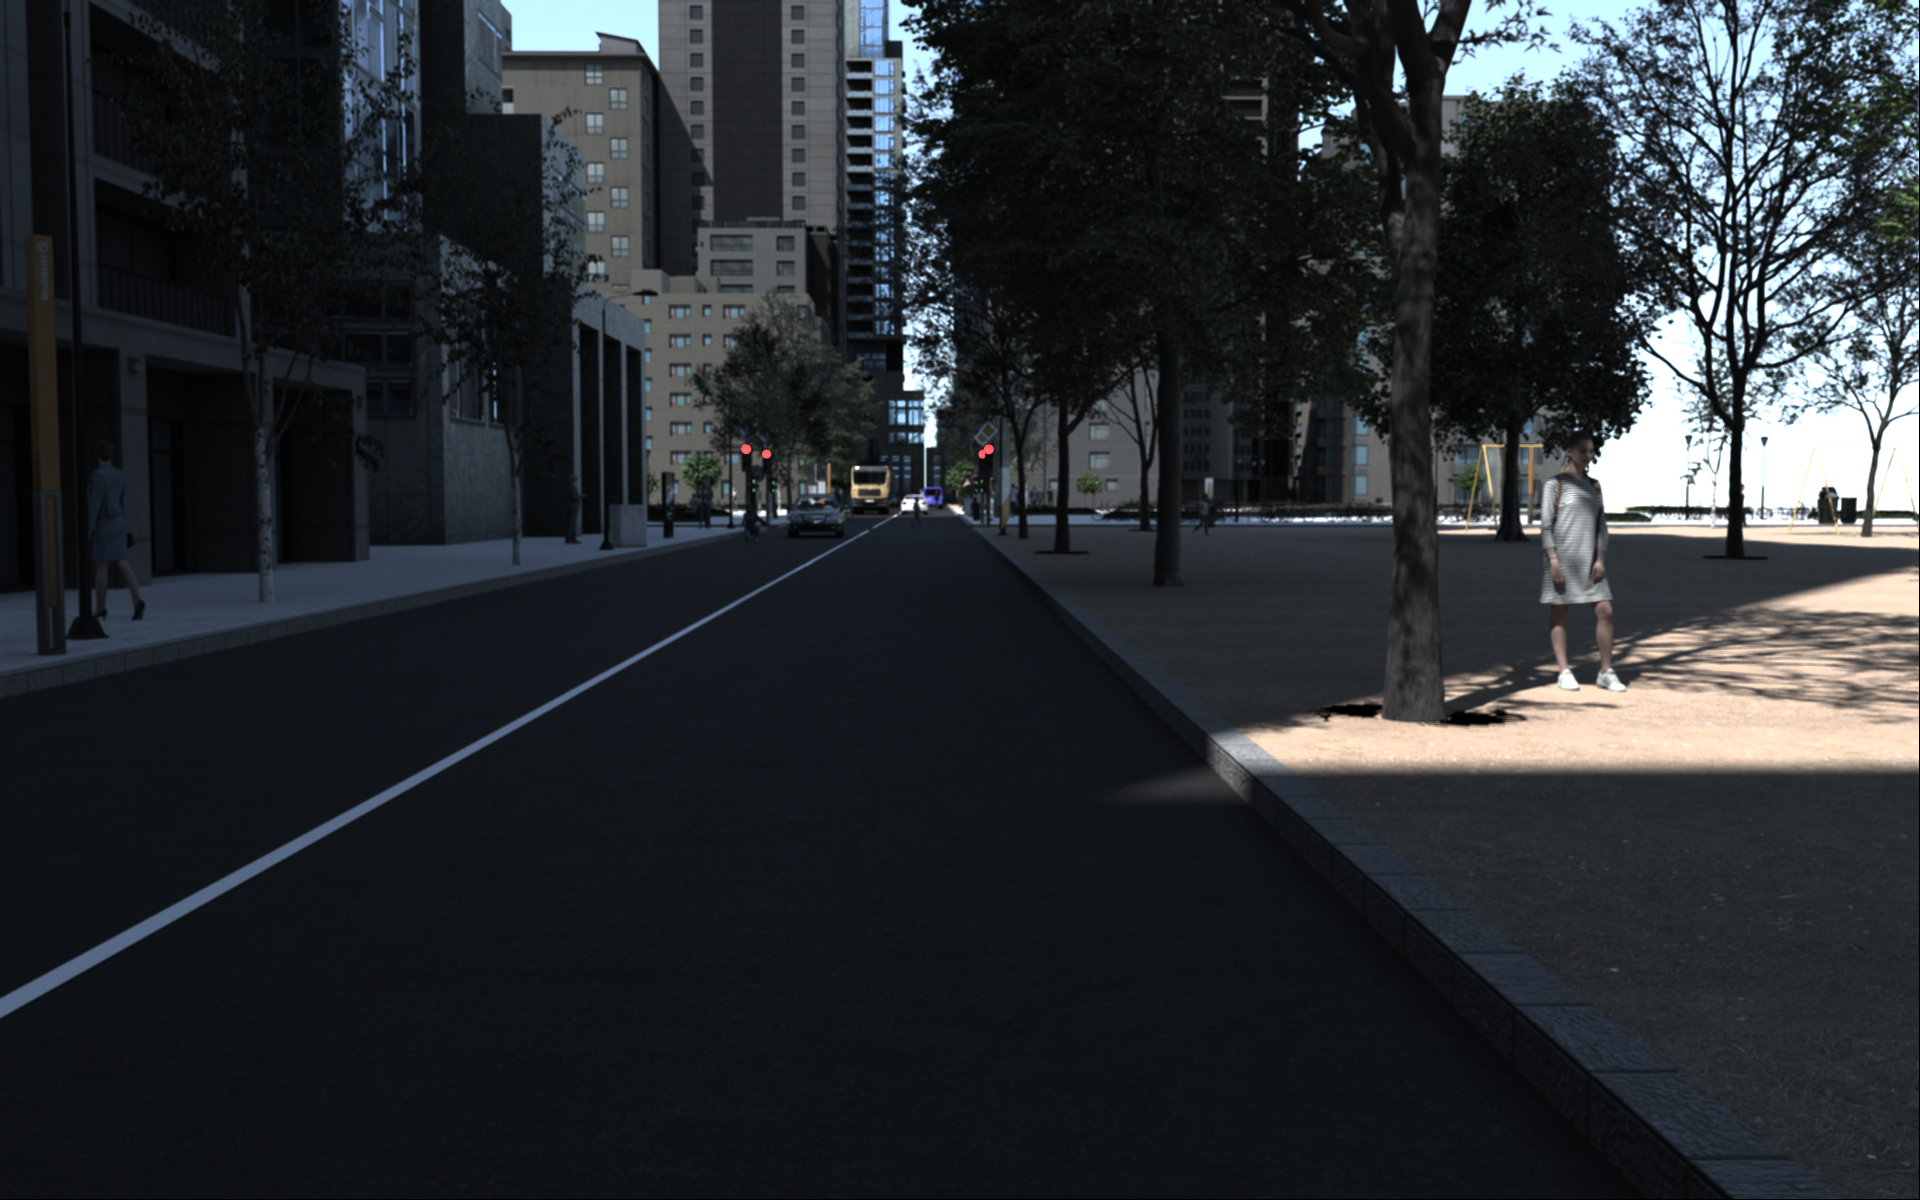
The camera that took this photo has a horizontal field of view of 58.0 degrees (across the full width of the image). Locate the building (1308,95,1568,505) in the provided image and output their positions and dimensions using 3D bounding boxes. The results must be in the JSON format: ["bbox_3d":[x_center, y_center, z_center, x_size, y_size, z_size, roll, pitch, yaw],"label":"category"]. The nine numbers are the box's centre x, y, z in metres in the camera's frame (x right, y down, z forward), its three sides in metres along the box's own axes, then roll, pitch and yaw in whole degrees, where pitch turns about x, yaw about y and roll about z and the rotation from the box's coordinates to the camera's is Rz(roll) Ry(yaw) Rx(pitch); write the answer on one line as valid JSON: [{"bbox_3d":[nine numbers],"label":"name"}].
[{"bbox_3d":[58.925,-36.172,211.013,30.456,49.044,23.786,0,4,-1],"label":"building"}]

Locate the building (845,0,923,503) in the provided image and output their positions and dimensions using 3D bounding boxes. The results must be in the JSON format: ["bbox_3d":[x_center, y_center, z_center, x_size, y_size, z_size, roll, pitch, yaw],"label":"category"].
[{"bbox_3d":[-20.570,-57.015,244.862,31.000,86.520,22.319,0,4,-1],"label":"building"}]

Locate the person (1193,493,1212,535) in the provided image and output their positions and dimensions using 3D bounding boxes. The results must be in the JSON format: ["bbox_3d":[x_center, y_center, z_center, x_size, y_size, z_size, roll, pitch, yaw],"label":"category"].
[{"bbox_3d":[7.570,-2.678,54.084,0.590,1.304,0.306,2,4,25],"label":"person"}]

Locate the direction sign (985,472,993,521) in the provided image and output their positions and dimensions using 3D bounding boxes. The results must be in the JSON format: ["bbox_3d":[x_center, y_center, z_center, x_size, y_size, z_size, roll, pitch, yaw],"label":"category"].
[{"bbox_3d":[1.419,-5.597,83.500,0.379,3.537,0.876,-1,4,-20],"label":"direction sign"}]

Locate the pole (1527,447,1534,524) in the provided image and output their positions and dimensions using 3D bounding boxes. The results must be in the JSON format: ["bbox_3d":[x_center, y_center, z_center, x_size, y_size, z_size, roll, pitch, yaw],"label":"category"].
[{"bbox_3d":[24.383,-4.901,73.982,0.158,3.312,0.155,0,3,0],"label":"pole"}]

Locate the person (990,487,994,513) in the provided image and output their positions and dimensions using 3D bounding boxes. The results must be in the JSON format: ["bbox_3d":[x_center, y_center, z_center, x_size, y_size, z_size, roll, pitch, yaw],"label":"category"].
[{"bbox_3d":[2.190,-6.457,112.161,0.519,1.759,0.362,-1,4,-15],"label":"person"}]

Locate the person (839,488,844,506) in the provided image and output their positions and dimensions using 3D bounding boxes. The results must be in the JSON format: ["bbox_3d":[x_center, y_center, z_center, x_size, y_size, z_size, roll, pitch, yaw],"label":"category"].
[{"bbox_3d":[-7.834,-6.444,114.039,0.419,1.800,0.721,0,4,-6],"label":"person"}]

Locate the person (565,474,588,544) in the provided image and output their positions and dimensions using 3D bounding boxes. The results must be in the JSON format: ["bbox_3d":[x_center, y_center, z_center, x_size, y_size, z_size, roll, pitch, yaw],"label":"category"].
[{"bbox_3d":[-9.924,-2.354,44.712,0.590,1.801,0.661,-2,4,-29],"label":"person"}]

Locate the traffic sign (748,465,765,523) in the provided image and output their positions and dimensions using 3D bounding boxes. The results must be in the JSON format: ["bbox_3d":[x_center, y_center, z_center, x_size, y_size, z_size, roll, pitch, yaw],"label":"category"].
[{"bbox_3d":[-8.900,-4.632,75.841,0.768,2.556,0.104,0,4,7],"label":"traffic sign"}]

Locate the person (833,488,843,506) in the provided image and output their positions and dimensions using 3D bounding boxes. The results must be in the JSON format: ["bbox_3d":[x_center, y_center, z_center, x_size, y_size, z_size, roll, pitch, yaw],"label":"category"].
[{"bbox_3d":[-6.871,-5.408,97.334,0.576,1.772,0.534,-1,4,-14],"label":"person"}]

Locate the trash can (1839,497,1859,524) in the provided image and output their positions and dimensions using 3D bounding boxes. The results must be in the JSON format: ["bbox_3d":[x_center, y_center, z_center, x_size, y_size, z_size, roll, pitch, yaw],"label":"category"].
[{"bbox_3d":[38.235,-3.845,74.515,0.748,1.137,0.748,0,3,0],"label":"trash can"}]

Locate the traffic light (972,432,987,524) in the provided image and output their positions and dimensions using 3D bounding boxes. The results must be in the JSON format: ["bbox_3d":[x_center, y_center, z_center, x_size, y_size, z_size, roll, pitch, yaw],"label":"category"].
[{"bbox_3d":[0.954,-5.210,74.102,0.839,4.253,0.868,0,4,-1],"label":"traffic light"}]

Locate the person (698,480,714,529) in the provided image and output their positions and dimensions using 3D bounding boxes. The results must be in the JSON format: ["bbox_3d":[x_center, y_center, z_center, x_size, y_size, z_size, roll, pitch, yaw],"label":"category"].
[{"bbox_3d":[-9.363,-3.528,63.911,0.537,1.800,0.526,0,4,7],"label":"person"}]

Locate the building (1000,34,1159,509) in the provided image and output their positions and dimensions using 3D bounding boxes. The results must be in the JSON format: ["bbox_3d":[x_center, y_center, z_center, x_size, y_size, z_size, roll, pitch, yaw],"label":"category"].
[{"bbox_3d":[10.567,-28.916,156.370,14.154,41.232,14.086,0,4,-1],"label":"building"}]

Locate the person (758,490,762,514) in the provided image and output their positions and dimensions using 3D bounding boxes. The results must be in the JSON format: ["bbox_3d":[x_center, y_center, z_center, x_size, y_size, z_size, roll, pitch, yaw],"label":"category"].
[{"bbox_3d":[-12.601,-6.230,107.885,0.794,1.824,0.713,1,4,19],"label":"person"}]

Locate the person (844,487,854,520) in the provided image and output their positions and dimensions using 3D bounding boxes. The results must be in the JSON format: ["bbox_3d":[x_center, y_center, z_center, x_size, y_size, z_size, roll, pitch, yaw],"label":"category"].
[{"bbox_3d":[-6.093,-5.292,95.278,0.529,1.795,0.600,-1,4,-19],"label":"person"}]

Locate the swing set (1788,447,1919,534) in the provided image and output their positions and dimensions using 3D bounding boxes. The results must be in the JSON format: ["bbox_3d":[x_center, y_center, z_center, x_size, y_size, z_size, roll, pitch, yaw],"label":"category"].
[{"bbox_3d":[29.817,-3.661,57.477,3.119,2.851,2.862,0,4,-5],"label":"swing set"}]

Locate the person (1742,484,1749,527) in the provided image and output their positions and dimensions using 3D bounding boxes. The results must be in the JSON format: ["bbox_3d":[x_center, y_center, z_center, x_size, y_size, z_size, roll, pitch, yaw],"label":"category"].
[{"bbox_3d":[32.062,-3.837,71.018,0.659,1.850,0.755,-3,5,-42],"label":"person"}]

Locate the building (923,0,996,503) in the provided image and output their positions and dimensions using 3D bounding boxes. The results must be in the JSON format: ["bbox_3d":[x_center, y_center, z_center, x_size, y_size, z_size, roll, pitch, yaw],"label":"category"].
[{"bbox_3d":[10.652,-57.105,246.331,31.000,86.520,22.319,0,4,-1],"label":"building"}]

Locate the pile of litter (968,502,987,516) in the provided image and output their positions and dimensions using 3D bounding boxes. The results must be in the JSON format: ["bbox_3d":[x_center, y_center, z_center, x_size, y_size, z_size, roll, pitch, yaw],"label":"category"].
[{"bbox_3d":[1.048,-5.246,99.745,1.176,0.858,1.719,0,4,0],"label":"pile of litter"}]

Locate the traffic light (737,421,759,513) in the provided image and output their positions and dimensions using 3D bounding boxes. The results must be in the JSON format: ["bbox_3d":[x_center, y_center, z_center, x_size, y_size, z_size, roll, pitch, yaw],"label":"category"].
[{"bbox_3d":[-8.090,-4.712,65.970,0.839,4.253,0.868,0,4,-1],"label":"traffic light"}]

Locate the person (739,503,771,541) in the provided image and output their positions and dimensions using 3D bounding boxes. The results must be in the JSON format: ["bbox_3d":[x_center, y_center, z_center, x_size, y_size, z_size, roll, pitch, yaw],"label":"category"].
[{"bbox_3d":[-6.272,-2.376,52.844,1.012,1.151,0.738,-1,4,-14],"label":"person"}]

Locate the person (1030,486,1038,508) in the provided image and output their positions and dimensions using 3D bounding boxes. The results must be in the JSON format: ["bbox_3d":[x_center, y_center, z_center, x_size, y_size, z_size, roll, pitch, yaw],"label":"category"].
[{"bbox_3d":[4.789,-6.521,112.841,0.721,1.800,0.419,-2,4,-30],"label":"person"}]

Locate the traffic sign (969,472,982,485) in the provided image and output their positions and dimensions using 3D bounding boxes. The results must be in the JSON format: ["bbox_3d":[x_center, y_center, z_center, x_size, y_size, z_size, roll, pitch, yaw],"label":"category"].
[{"bbox_3d":[0.937,-6.218,101.763,0.768,2.556,0.104,0,4,0],"label":"traffic sign"}]

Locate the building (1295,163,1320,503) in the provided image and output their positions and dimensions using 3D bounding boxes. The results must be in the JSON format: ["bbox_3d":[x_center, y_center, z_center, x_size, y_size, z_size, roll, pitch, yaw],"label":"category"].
[{"bbox_3d":[58.288,-38.083,246.354,21.600,48.544,21.300,0,4,-1],"label":"building"}]

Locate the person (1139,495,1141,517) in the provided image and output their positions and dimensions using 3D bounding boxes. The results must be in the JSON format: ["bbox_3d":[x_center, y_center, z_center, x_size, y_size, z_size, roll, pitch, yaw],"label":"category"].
[{"bbox_3d":[6.866,-3.314,64.904,0.332,1.250,0.352,2,4,24],"label":"person"}]

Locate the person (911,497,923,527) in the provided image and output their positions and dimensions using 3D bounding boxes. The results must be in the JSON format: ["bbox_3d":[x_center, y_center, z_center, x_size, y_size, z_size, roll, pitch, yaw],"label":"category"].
[{"bbox_3d":[-1.913,-3.879,76.194,0.640,1.303,0.475,-3,4,-37],"label":"person"}]

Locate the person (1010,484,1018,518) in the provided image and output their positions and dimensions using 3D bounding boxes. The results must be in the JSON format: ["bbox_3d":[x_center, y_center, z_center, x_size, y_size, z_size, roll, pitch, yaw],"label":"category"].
[{"bbox_3d":[2.888,-5.385,93.930,0.661,1.843,0.795,0,4,-5],"label":"person"}]

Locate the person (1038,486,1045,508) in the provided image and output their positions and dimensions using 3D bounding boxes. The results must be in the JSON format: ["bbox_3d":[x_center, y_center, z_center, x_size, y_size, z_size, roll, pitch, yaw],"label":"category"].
[{"bbox_3d":[5.984,-7.551,129.286,0.659,1.850,0.755,0,4,5],"label":"person"}]

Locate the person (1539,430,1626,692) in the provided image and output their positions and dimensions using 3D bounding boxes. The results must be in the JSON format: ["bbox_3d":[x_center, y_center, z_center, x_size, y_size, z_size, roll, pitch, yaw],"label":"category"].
[{"bbox_3d":[4.047,-0.265,11.387,0.512,1.701,0.522,-1,4,-13],"label":"person"}]

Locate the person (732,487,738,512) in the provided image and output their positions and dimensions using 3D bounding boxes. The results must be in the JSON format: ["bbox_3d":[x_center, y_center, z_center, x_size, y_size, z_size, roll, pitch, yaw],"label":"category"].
[{"bbox_3d":[-16.499,-7.363,126.624,0.606,1.804,0.583,-1,4,-20],"label":"person"}]

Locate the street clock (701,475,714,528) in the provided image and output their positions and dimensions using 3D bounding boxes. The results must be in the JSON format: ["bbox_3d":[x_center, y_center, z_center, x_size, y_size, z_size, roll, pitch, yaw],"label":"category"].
[{"bbox_3d":[-9.617,-3.754,65.954,0.471,2.002,0.358,-1,4,-20],"label":"street clock"}]

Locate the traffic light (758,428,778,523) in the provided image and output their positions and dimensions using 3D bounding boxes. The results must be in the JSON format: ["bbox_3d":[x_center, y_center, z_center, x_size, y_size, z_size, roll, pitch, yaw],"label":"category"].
[{"bbox_3d":[-8.206,-5.201,73.954,0.839,4.253,0.868,0,4,-1],"label":"traffic light"}]

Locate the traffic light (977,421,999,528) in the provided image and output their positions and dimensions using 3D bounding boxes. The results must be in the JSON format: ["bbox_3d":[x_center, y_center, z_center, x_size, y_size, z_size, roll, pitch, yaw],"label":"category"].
[{"bbox_3d":[1.070,-4.722,66.118,0.839,4.253,0.868,0,4,-1],"label":"traffic light"}]

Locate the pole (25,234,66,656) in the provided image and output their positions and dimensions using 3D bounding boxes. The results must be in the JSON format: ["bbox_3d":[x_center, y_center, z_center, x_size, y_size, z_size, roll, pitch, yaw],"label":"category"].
[{"bbox_3d":[-7.268,-1.218,13.763,0.158,3.312,0.155,0,3,0],"label":"pole"}]

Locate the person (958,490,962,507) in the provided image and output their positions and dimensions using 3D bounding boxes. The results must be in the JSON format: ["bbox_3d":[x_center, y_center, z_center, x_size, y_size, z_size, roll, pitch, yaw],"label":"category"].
[{"bbox_3d":[0.014,-10.182,172.524,0.705,1.822,1.348,-1,4,-11],"label":"person"}]

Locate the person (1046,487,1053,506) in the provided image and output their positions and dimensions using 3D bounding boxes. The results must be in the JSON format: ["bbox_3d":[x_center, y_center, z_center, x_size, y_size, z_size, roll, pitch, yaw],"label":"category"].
[{"bbox_3d":[7.570,-8.541,145.049,0.648,1.900,0.474,2,4,25],"label":"person"}]

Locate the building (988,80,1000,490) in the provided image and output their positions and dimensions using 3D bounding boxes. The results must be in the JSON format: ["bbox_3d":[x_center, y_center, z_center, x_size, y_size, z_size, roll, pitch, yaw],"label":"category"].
[{"bbox_3d":[9.912,-31.819,170.354,14.600,45.320,14.200,0,4,-1],"label":"building"}]

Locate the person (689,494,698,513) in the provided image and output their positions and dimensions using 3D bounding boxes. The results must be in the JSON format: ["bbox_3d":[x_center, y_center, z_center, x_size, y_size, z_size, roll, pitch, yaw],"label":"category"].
[{"bbox_3d":[-12.923,-4.513,84.098,0.475,1.303,0.640,0,4,-1],"label":"person"}]

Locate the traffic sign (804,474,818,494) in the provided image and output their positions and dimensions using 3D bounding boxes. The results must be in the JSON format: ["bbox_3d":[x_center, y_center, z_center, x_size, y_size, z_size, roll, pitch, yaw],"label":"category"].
[{"bbox_3d":[-9.419,-6.696,109.481,0.884,2.594,0.081,0,4,6],"label":"traffic sign"}]

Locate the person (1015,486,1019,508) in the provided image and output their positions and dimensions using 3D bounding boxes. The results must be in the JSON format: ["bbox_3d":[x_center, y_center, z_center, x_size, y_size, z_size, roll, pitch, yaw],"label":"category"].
[{"bbox_3d":[3.649,-6.366,110.307,0.511,1.800,0.466,1,4,13],"label":"person"}]

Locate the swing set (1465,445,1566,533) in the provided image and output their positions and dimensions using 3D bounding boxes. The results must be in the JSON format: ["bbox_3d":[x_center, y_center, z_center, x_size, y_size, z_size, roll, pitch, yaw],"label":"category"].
[{"bbox_3d":[18.022,-3.546,55.598,3.119,2.851,2.862,0,4,-4],"label":"swing set"}]

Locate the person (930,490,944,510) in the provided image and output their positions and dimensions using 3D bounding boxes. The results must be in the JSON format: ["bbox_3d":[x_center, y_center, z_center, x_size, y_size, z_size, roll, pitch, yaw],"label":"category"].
[{"bbox_3d":[-2.146,-9.306,160.671,1.348,1.822,0.705,1,4,13],"label":"person"}]

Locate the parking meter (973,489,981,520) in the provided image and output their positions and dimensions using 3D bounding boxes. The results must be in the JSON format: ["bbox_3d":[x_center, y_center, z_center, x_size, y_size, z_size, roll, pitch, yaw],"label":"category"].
[{"bbox_3d":[0.821,-4.644,84.345,0.372,1.533,0.369,0,3,0],"label":"parking meter"}]

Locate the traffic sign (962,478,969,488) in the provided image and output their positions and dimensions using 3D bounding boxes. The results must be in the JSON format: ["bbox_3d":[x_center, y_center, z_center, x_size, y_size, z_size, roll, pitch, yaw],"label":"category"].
[{"bbox_3d":[0.604,-8.635,141.184,0.884,2.594,0.081,0,4,7],"label":"traffic sign"}]

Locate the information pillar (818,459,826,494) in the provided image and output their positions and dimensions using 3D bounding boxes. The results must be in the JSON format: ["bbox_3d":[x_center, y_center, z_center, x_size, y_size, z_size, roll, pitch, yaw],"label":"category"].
[{"bbox_3d":[-8.997,-7.447,113.118,0.504,3.616,0.183,-2,4,-30],"label":"information pillar"}]

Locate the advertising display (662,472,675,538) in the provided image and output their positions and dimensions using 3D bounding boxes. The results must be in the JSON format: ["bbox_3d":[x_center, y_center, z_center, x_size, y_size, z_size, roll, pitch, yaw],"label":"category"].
[{"bbox_3d":[-8.535,-2.781,50.679,0.123,1.923,0.974,0,4,6],"label":"advertising display"}]

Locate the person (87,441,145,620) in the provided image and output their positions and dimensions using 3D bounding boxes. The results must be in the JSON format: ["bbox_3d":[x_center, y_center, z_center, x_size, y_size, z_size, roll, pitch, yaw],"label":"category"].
[{"bbox_3d":[-8.613,-0.704,17.575,0.654,1.822,0.581,2,4,25],"label":"person"}]

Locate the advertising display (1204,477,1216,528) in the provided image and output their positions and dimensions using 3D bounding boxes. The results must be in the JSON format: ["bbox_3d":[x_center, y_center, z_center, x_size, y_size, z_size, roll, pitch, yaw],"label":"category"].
[{"bbox_3d":[9.642,-3.767,66.800,0.123,1.923,0.974,-1,4,-13],"label":"advertising display"}]

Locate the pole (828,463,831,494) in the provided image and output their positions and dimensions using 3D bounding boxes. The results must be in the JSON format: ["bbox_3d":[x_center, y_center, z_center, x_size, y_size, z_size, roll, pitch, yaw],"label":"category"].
[{"bbox_3d":[-8.635,-7.385,114.584,0.158,3.312,0.155,0,3,0],"label":"pole"}]

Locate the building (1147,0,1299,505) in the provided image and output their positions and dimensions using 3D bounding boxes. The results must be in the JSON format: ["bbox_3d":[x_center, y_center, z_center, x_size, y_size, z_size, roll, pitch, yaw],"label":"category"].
[{"bbox_3d":[37.191,-49.341,244.976,20.611,71.187,20.563,0,4,-1],"label":"building"}]

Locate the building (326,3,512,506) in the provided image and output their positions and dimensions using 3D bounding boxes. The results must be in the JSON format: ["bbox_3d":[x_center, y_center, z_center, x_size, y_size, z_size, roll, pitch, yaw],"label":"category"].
[{"bbox_3d":[-75.342,-49.283,244.033,20.611,71.187,20.563,0,4,-1],"label":"building"}]

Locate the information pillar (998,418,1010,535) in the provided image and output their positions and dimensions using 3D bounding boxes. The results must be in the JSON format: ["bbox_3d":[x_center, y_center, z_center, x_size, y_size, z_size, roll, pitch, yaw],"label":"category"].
[{"bbox_3d":[1.386,-3.825,53.891,0.183,3.616,0.504,2,4,33],"label":"information pillar"}]

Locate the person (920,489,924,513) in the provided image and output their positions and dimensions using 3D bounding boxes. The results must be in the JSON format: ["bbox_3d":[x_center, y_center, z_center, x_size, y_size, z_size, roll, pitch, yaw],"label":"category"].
[{"bbox_3d":[-2.865,-7.387,129.376,0.391,1.810,0.635,-1,4,-19],"label":"person"}]

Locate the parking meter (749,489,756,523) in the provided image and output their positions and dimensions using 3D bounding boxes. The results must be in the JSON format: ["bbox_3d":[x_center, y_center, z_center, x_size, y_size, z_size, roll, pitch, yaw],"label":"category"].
[{"bbox_3d":[-9.189,-4.199,77.064,0.372,1.533,0.369,0,3,0],"label":"parking meter"}]

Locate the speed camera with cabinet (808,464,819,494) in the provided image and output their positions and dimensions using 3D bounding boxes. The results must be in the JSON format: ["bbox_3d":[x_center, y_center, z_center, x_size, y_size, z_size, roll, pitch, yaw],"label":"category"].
[{"bbox_3d":[-9.701,-7.366,114.776,0.660,3.252,2.038,0,4,-2],"label":"speed camera with cabinet"}]
